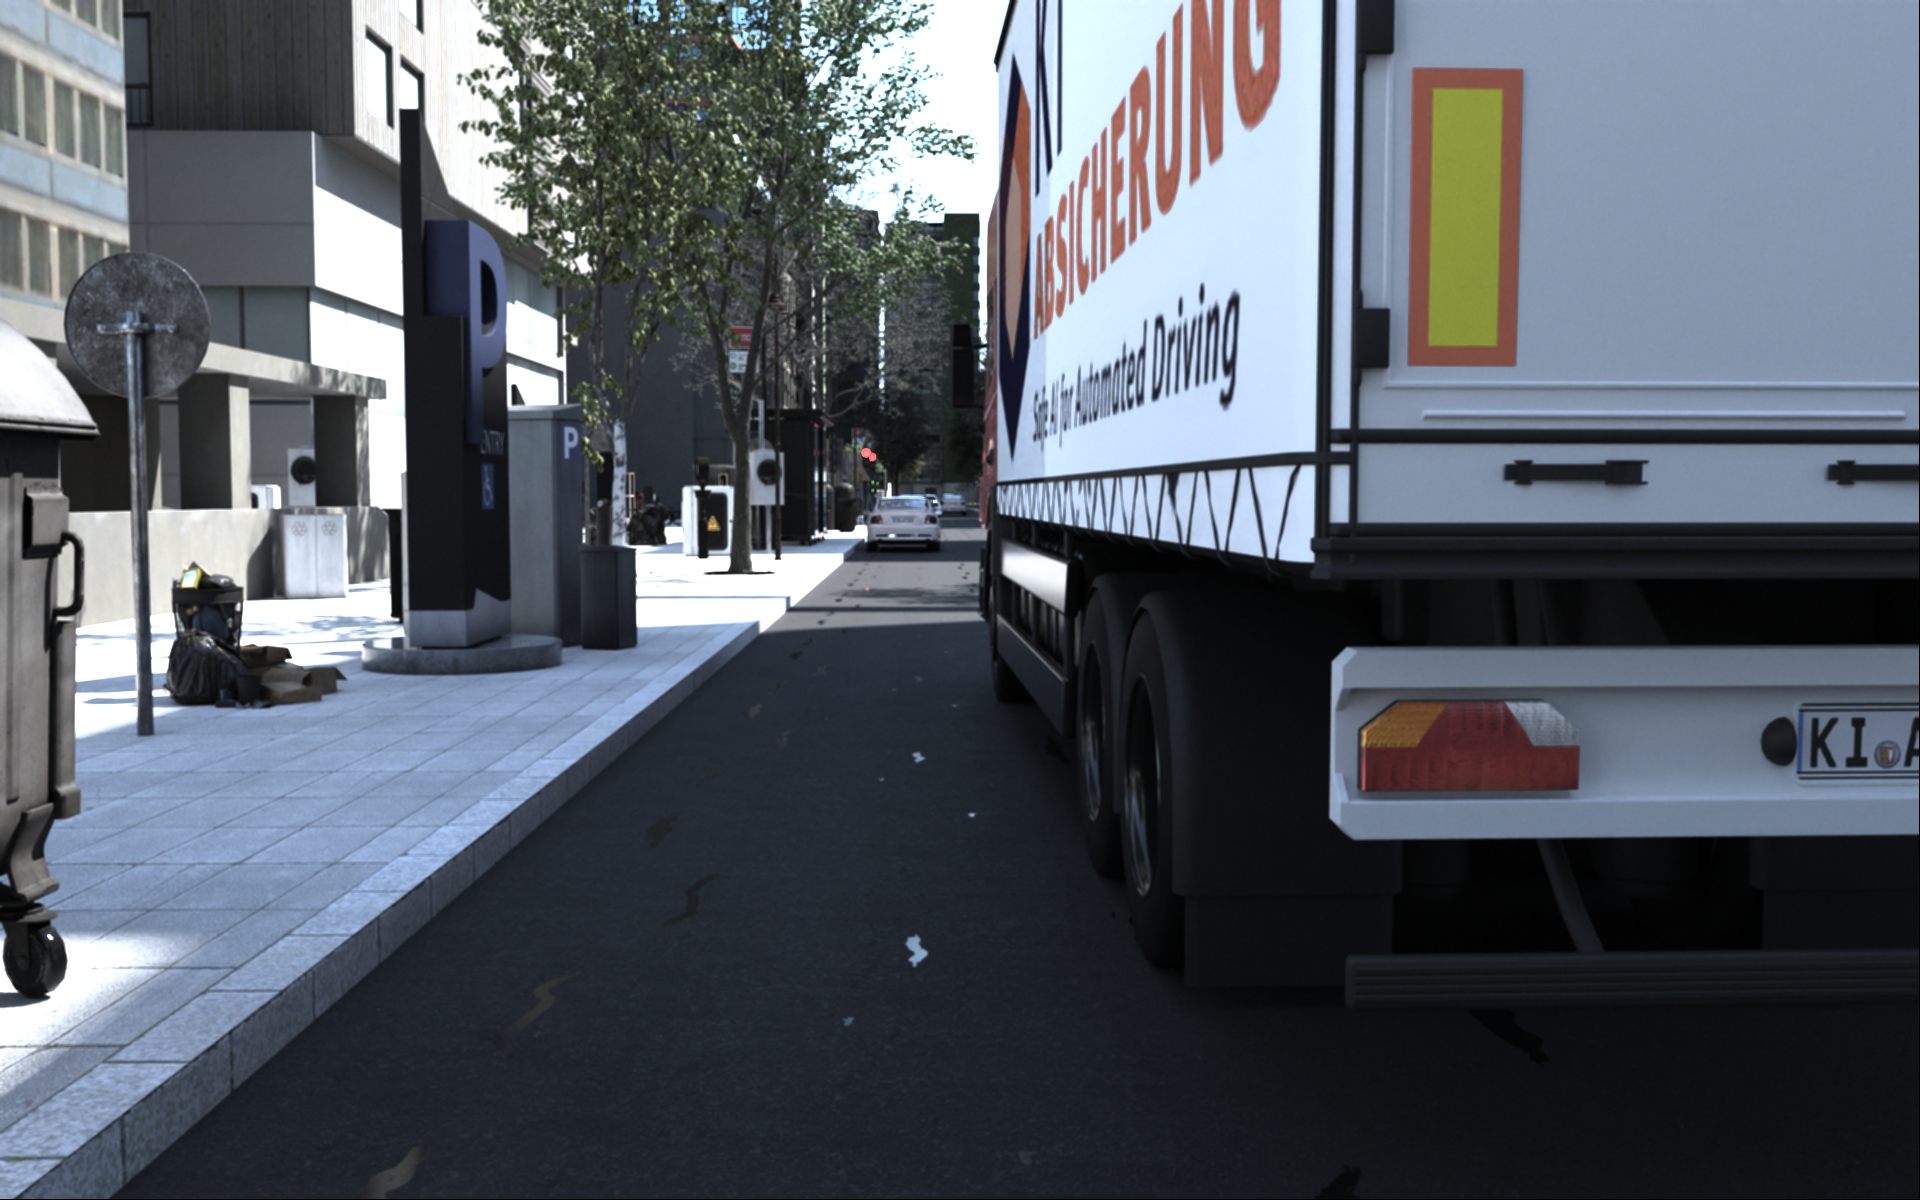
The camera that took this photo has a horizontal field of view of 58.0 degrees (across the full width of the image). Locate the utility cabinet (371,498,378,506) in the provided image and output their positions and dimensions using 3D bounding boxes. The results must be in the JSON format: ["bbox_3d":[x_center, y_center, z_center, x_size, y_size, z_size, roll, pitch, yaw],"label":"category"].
[{"bbox_3d":[-11.891,-1.410,34.213,0.306,1.237,1.020,1,4,14],"label":"utility cabinet"}]

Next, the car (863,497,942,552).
[{"bbox_3d":[-1.475,-1.973,44.624,2.083,1.381,4.827,0,4,-3],"label":"car"}]

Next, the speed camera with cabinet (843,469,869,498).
[{"bbox_3d":[-5.802,-5.973,91.995,2.038,3.252,0.660,2,4,32],"label":"speed camera with cabinet"}]

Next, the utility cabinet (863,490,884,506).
[{"bbox_3d":[-4.941,-5.498,98.565,1.173,1.500,0.318,1,4,10],"label":"utility cabinet"}]

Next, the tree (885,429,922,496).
[{"bbox_3d":[-7.640,-18.270,216.834,7.486,12.596,7.792,0,3,0],"label":"tree"}]

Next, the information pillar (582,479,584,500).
[{"bbox_3d":[-19.049,-5.045,86.971,0.304,2.012,0.304,1,4,14],"label":"information pillar"}]

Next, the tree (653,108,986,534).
[{"bbox_3d":[-4.585,-8.871,55.407,12.009,13.543,11.850,0,3,0],"label":"tree"}]

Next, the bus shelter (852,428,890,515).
[{"bbox_3d":[-5.554,-7.986,108.205,2.179,5.291,8.768,0,4,-1],"label":"bus shelter"}]

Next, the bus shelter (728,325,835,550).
[{"bbox_3d":[-4.486,-4.058,43.978,2.179,5.291,8.768,0,4,-1],"label":"bus shelter"}]

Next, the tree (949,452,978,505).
[{"bbox_3d":[0.880,-16.213,215.441,4.360,8.622,3.978,0,3,0],"label":"tree"}]

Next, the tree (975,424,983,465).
[{"bbox_3d":[3.079,-11.433,137.292,4.737,8.622,4.395,0,3,0],"label":"tree"}]

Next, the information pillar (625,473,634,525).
[{"bbox_3d":[-11.490,-3.398,60.043,0.304,2.012,0.304,1,4,17],"label":"information pillar"}]

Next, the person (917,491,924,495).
[{"bbox_3d":[-3.986,-10.040,173.459,0.742,1.727,0.445,0,4,1],"label":"person"}]

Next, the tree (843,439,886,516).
[{"bbox_3d":[-6.029,-7.209,101.581,4.285,4.588,4.351,0,3,0],"label":"tree"}]

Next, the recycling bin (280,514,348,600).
[{"bbox_3d":[-7.984,-0.541,21.396,0.722,1.027,0.722,-2,4,-25],"label":"recycling bin"}]

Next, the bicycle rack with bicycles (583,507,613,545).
[{"bbox_3d":[-9.771,-1.676,40.790,2.925,0.926,2.852,2,4,27],"label":"bicycle rack with bicycles"}]

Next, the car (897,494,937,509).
[{"bbox_3d":[-1.922,-3.651,69.484,2.009,1.686,4.222,0,4,-2],"label":"car"}]

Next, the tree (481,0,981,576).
[{"bbox_3d":[-3.541,-6.203,27.169,9.928,11.665,9.643,0,3,0],"label":"tree"}]

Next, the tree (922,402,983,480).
[{"bbox_3d":[1.735,-14.816,160.370,7.486,12.596,7.792,0,3,0],"label":"tree"}]

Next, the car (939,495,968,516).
[{"bbox_3d":[-0.494,-6.399,116.988,2.083,1.381,4.827,0,4,-1],"label":"car"}]

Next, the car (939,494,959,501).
[{"bbox_3d":[-0.715,-7.944,138.683,1.959,1.807,4.718,0,4,0],"label":"car"}]

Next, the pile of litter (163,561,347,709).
[{"bbox_3d":[-4.562,0.174,11.127,1.176,0.858,1.719,-1,4,-10],"label":"pile of litter"}]

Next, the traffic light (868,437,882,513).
[{"bbox_3d":[-4.029,-5.554,79.733,0.839,4.253,0.868,0,4,-1],"label":"traffic light"}]

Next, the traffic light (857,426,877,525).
[{"bbox_3d":[-3.850,-5.066,71.750,0.839,4.253,0.868,0,4,-1],"label":"traffic light"}]

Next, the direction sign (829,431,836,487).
[{"bbox_3d":[-4.623,-4.331,62.806,0.379,3.537,0.876,-1,4,-20],"label":"direction sign"}]

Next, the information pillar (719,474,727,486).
[{"bbox_3d":[-8.661,-3.602,63.384,0.304,2.012,0.304,0,4,-6],"label":"information pillar"}]

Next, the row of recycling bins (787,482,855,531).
[{"bbox_3d":[-5.227,-3.285,60.828,3.534,1.692,1.069,-2,4,-35],"label":"row of recycling bins"}]

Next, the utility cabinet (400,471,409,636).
[{"bbox_3d":[-4.443,-0.430,15.718,1.173,1.500,0.318,-3,5,-40],"label":"utility cabinet"}]

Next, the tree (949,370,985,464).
[{"bbox_3d":[2.716,-10.748,110.140,7.601,10.594,8.767,0,4,5],"label":"tree"}]

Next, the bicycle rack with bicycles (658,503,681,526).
[{"bbox_3d":[-11.378,-3.496,70.536,2.925,0.926,2.852,1,4,21],"label":"bicycle rack with bicycles"}]

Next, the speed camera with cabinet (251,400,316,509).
[{"bbox_3d":[-13.289,-2.404,33.639,2.038,3.252,0.660,0,4,2],"label":"speed camera with cabinet"}]

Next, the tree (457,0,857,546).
[{"bbox_3d":[-3.443,-4.148,18.186,4.737,8.622,4.395,0,3,0],"label":"tree"}]

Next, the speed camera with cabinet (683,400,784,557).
[{"bbox_3d":[-4.693,-2.543,35.913,2.038,3.252,0.660,-2,4,-27],"label":"speed camera with cabinet"}]

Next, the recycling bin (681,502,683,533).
[{"bbox_3d":[-8.829,-2.736,57.285,0.722,1.027,0.722,0,4,-5],"label":"recycling bin"}]

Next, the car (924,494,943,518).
[{"bbox_3d":[-2.029,-5.591,103.416,2.014,1.417,4.499,0,4,0],"label":"car"}]

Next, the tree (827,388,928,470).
[{"bbox_3d":[-6.881,-12.950,146.143,8.767,10.594,7.601,-1,4,-14],"label":"tree"}]
